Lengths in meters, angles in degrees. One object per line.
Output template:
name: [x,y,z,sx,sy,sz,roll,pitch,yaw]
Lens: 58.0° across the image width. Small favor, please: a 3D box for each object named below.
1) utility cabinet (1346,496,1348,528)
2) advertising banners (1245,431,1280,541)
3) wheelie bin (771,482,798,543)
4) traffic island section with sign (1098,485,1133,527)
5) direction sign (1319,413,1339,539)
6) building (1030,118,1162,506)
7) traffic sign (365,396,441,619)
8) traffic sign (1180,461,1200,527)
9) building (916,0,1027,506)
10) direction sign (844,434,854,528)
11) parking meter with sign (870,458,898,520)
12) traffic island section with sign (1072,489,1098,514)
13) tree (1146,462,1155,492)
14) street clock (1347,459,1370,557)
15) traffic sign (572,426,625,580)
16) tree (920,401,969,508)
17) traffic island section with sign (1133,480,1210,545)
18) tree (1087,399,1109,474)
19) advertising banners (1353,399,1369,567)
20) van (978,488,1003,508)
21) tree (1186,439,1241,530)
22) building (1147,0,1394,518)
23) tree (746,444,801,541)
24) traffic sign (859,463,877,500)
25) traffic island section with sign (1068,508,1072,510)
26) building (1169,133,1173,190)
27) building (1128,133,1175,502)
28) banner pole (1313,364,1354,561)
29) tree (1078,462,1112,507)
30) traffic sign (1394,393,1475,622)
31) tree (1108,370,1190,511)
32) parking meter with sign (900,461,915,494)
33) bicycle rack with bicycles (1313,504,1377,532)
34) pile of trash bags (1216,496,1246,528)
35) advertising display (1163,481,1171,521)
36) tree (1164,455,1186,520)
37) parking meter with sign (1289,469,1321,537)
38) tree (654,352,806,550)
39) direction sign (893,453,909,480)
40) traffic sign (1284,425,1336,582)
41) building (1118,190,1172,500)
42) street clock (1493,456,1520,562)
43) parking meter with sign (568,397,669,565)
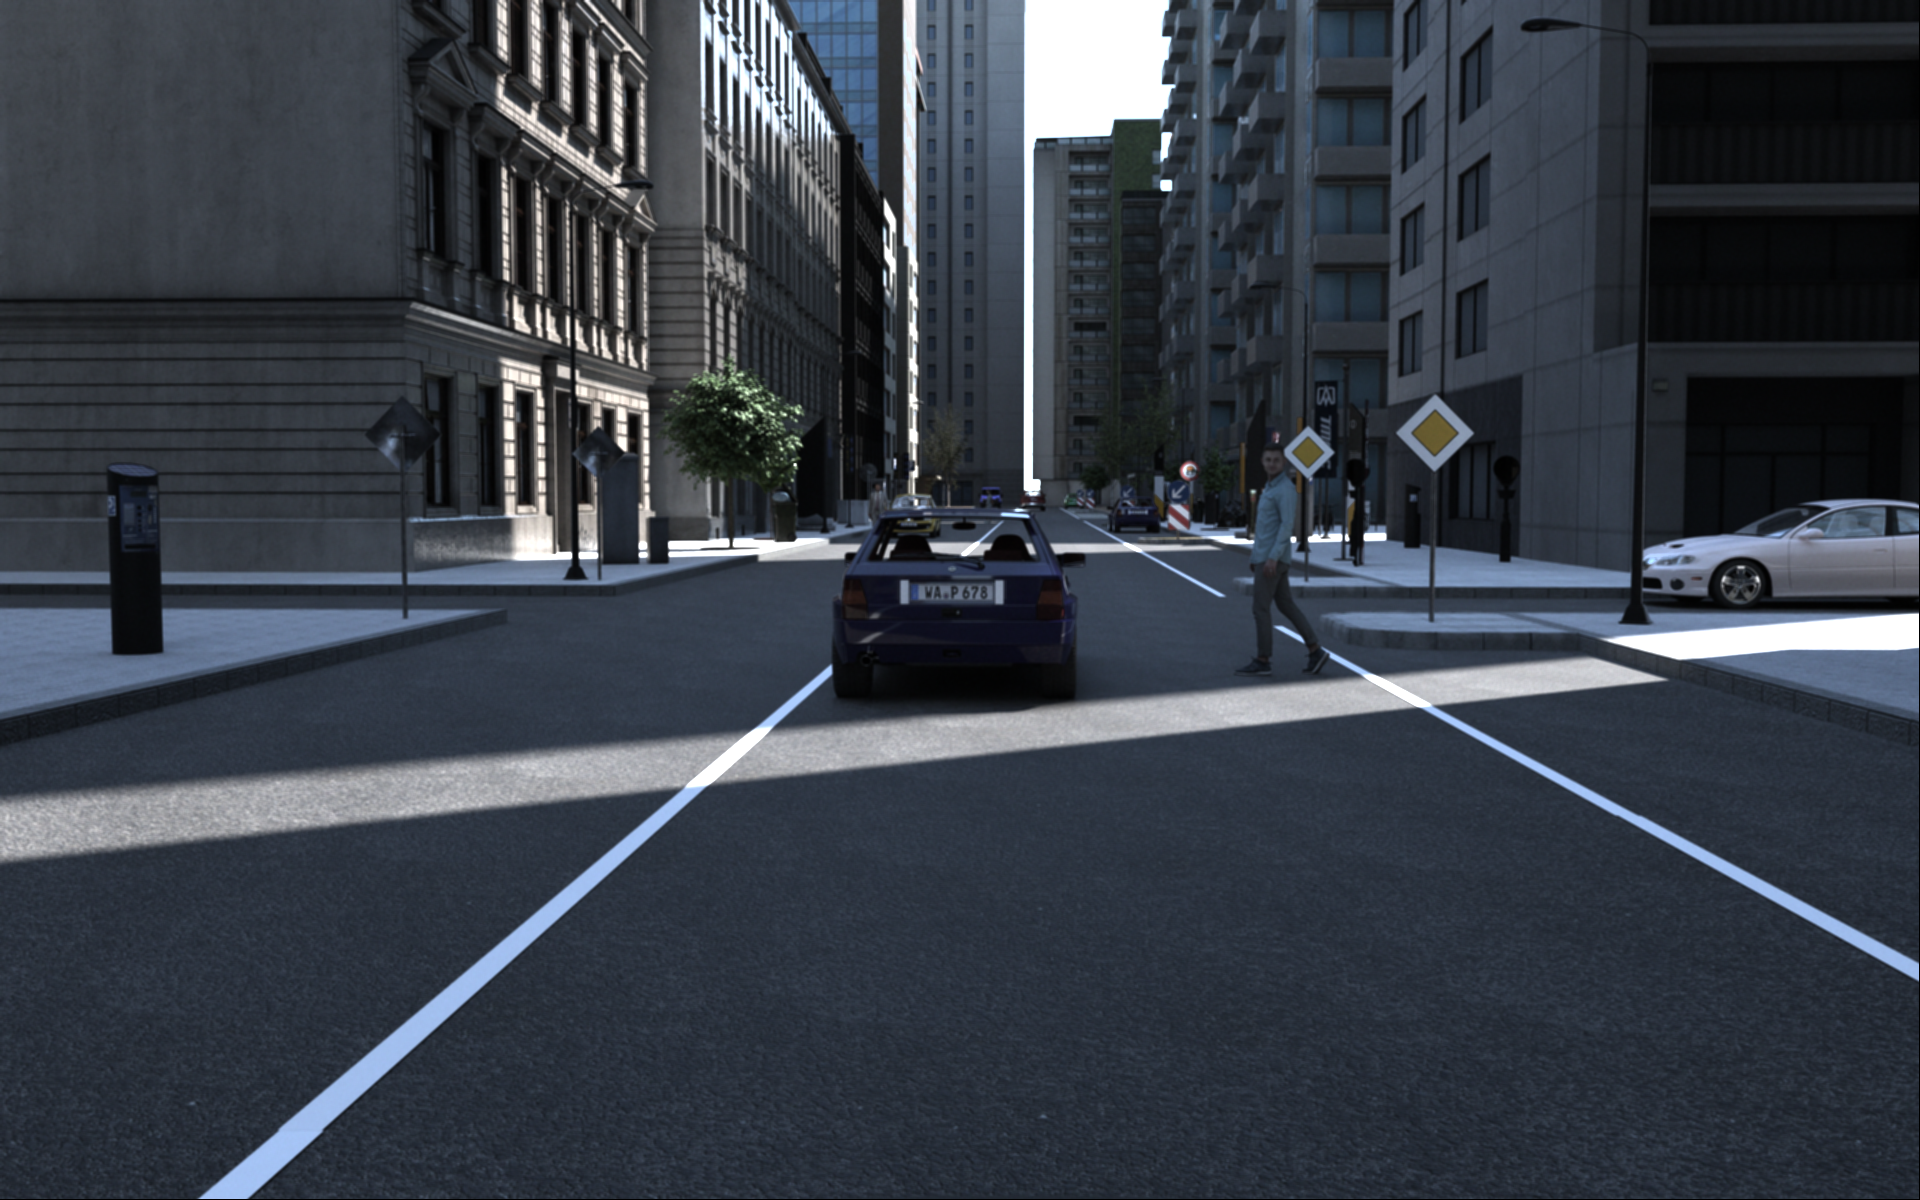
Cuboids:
utility cabinet: [15.038,-3.393,66.631,0.306,1.237,1.020,2,4,25]
advertising banners: [8.405,-3.163,47.908,0.090,3.025,2.074,2,4,35]
wheelie bin: [-4.676,-2.331,46.020,0.693,1.594,0.980,-1,4,-14]
traffic island section with sign: [7.310,-4.188,77.105,1.989,1.847,2.006,0,4,2]
direction sign: [10.381,-3.486,48.999,0.379,3.537,0.876,-2,4,-30]
building: [14.889,-31.093,191.962,14.086,41.232,14.154,0,4,2]
traffic sign: [-5.709,-0.864,17.772,0.795,2.450,0.064,0,4,2]
traffic sign: [8.851,-4.072,66.676,0.768,2.556,0.104,0,4,5]
building: [-6.643,-39.995,195.915,28.212,58.520,21.231,0,4,2]
direction sign: [-4.228,-4.534,66.125,0.379,3.537,0.876,1,4,15]
parking meter with sign: [-4.007,-5.378,84.199,1.738,3.016,0.543,1,4,9]
traffic island section with sign: [9.463,-7.271,127.504,1.989,1.847,2.006,0,4,2]
tree: [10.504,-5.833,89.968,1.663,3.219,1.824,0,3,0]
street clock: [8.130,-1.892,35.509,0.471,2.002,0.358,3,5,41]
traffic sign: [-5.368,-1.352,25.750,0.795,2.450,0.064,0,4,2]
tree: [-1.286,-11.394,136.647,4.360,8.622,3.978,0,3,0]
traffic island section with sign: [6.161,-2.541,50.174,1.989,1.847,2.006,0,4,2]
tree: [11.747,-11.187,133.274,4.737,8.622,4.395,0,3,0]
advertising banners: [7.296,-2.155,31.429,0.090,3.025,2.074,1,4,19]
van: [2.854,-9.465,159.131,2.240,2.365,5.245,0,4,2]
tree: [9.047,-4.077,61.267,1.663,3.219,1.824,0,3,0]
building: [25.575,-30.597,119.870,23.786,49.044,30.456,0,4,2]
tree: [-5.132,-3.267,48.018,1.663,3.219,1.824,0,3,0]
traffic sign: [-3.830,-4.401,72.069,0.768,2.556,0.104,0,4,7]
traffic island section with sign: [10.604,-8.918,154.435,1.989,1.847,2.006,0,4,2]
building: [36.551,-33.097,195.756,28.867,44.769,22.147,0,4,2]
building: [30.796,-27.843,147.116,32.217,40.220,23.993,0,4,2]
banner pole: [7.235,-2.664,33.568,0.863,3.779,0.401,2,4,32]
tree: [13.334,-11.489,171.553,4.285,4.588,4.351,0,3,0]
traffic sign: [4.725,-0.836,17.308,0.795,2.450,0.064,0,4,2]
tree: [11.660,-9.354,103.292,4.737,8.622,4.395,0,3,0]
parking meter with sign: [-3.201,-5.713,89.668,1.738,3.016,0.543,-2,4,-35]
bicycle rack with bicycles: [13.119,-2.833,59.696,2.852,0.926,2.925,2,4,26]
pile of trash bags: [11.242,-3.484,66.720,1.912,1.369,3.447,2,4,30]
advertising display: [9.736,-4.761,83.060,0.974,1.923,0.123,-3,5,-40]
tree: [10.715,-5.524,84.923,1.663,3.219,1.824,0,3,0]
parking meter with sign: [10.271,-3.411,52.037,0.543,3.016,1.738,-2,4,-29]
tree: [-5.414,-3.465,40.362,4.285,4.588,4.351,0,3,0]
direction sign: [-3.216,-6.307,95.119,0.876,3.537,0.379,-1,4,-11]
traffic sign: [5.066,-1.324,25.285,0.795,2.450,0.064,0,4,2]
building: [22.219,-24.166,166.810,14.160,30.474,14.107,0,4,2]
street clock: [10.311,-1.721,32.705,0.471,2.002,0.358,1,4,22]
parking meter with sign: [-6.240,-2.168,31.713,1.738,3.016,0.543,-1,4,-22]
